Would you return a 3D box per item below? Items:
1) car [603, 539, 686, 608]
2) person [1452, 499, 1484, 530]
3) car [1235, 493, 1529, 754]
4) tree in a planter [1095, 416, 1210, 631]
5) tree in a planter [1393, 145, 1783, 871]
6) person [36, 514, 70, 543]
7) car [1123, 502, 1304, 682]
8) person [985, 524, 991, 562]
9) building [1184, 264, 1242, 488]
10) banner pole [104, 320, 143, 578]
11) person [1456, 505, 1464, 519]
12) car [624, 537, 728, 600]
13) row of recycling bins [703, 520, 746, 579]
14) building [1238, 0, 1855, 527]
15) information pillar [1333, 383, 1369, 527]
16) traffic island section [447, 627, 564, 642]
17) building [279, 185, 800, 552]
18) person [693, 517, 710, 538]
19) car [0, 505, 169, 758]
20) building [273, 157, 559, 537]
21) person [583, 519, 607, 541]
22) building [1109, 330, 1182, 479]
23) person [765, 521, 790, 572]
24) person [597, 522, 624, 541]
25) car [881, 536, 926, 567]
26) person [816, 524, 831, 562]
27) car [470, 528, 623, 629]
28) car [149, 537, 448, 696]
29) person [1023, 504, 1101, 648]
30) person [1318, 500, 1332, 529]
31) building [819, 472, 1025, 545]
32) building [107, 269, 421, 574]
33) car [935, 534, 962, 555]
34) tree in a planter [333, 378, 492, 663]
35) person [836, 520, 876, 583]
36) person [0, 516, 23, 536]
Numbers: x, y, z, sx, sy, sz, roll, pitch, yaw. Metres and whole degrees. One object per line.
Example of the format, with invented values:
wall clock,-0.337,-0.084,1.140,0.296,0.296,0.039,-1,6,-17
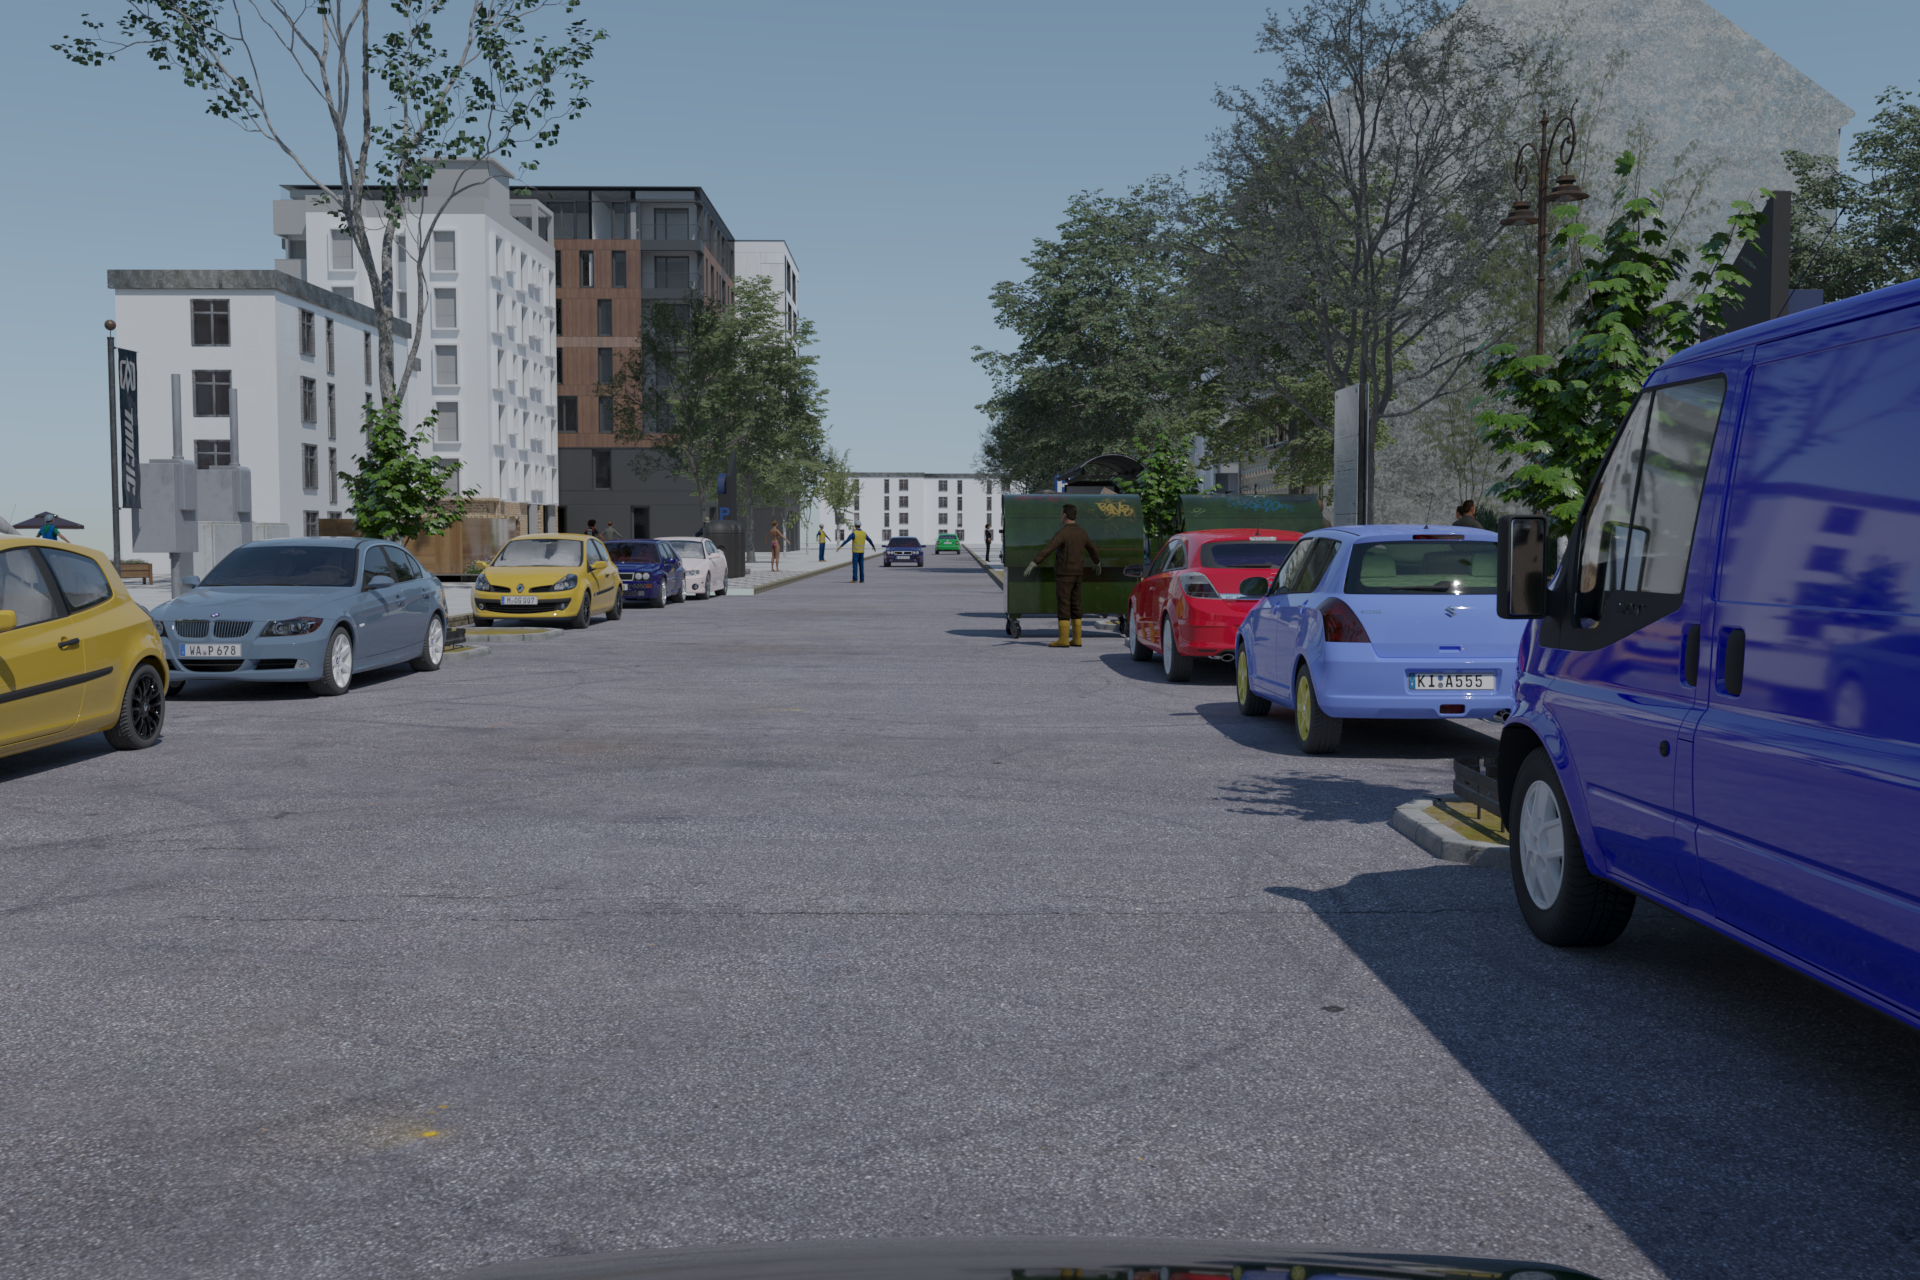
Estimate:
car,-6.585,-1.355,34.736,1.945,1.354,3.894,0,4,0
person,7.952,-1.284,27.058,0.705,1.821,1.348,-2,4,-31
car,3.059,-0.183,12.581,1.945,1.707,3.694,0,4,0
tree in a planter,3.079,-1.783,26.371,1.991,3.239,1.994,0,4,1
tree in a planter,3.112,-0.659,8.004,1.991,3.239,1.994,0,3,0
person,-24.756,-2.512,47.191,1.347,1.817,0.704,1,4,19
car,2.856,-0.565,18.277,2.155,1.783,4.494,0,4,-1
person,1.352,-4.425,79.074,0.721,1.740,1.216,0,4,2
building,20.612,-16.032,118.545,16.016,20.090,11.380,0,4,0
banner pole,-9.915,-1.868,20.552,0.401,3.779,0.863,0,4,0
person,9.279,-1.591,32.166,1.344,1.810,0.704,-2,4,-27
car,-6.398,-1.645,39.251,2.083,1.381,4.827,0,4,0
row of recycling bins,-6.905,-2.693,51.144,1.069,1.692,3.534,0,4,0
building,22.300,-14.702,71.307,19.493,23.208,18.063,0,4,0
information pillar,6.260,-2.232,27.801,0.184,3.620,1.656,0,4,0
traffic island section,-6.590,-0.069,24.000,1.991,0.108,1.994,0,3,0
building,-26.070,-16.771,118.182,27.936,21.610,32.646,0,4,-1
person,-8.556,-3.229,58.580,1.354,1.856,0.705,-1,4,-21
car,-6.242,0.005,10.148,2.015,1.641,3.980,0,4,-1
building,-28.463,-14.181,88.276,16.016,20.090,11.380,0,4,0
person,-13.585,-3.546,64.118,1.345,1.843,0.704,2,4,30
building,23.486,-20.320,163.157,19.493,23.208,18.063,0,4,-1
person,-6.255,-3.206,59.223,1.217,1.733,0.721,3,5,41
person,-14.681,-4.069,72.796,1.348,1.796,0.705,0,4,7
car,-2.462,-3.885,76.096,1.945,1.354,3.894,0,4,-1
person,-6.345,-4.525,80.445,0.721,1.772,1.216,2,4,28
car,-6.489,-1.050,27.395,2.015,1.641,3.980,0,4,0
car,-6.340,-0.297,16.851,2.014,1.417,4.499,0,3,0
person,1.357,-0.816,21.929,1.346,1.812,0.704,-3,5,-42
person,5.426,-1.243,26.502,1.348,1.807,0.705,-3,4,-37
building,-5.014,-17.810,235.800,28.070,9.664,9.099,0,4,-3
building,-26.391,-7.766,69.122,9.099,9.664,28.070,0,4,-1
car,-0.855,-6.927,122.051,1.959,1.807,4.718,0,3,0
tree in a planter,-6.588,-1.400,20.107,1.991,3.239,1.994,0,4,1
person,-3.001,-2.587,50.728,1.349,1.833,0.705,-2,4,-35
person,-9.054,-0.582,15.983,1.216,1.778,0.721,-3,5,-44
